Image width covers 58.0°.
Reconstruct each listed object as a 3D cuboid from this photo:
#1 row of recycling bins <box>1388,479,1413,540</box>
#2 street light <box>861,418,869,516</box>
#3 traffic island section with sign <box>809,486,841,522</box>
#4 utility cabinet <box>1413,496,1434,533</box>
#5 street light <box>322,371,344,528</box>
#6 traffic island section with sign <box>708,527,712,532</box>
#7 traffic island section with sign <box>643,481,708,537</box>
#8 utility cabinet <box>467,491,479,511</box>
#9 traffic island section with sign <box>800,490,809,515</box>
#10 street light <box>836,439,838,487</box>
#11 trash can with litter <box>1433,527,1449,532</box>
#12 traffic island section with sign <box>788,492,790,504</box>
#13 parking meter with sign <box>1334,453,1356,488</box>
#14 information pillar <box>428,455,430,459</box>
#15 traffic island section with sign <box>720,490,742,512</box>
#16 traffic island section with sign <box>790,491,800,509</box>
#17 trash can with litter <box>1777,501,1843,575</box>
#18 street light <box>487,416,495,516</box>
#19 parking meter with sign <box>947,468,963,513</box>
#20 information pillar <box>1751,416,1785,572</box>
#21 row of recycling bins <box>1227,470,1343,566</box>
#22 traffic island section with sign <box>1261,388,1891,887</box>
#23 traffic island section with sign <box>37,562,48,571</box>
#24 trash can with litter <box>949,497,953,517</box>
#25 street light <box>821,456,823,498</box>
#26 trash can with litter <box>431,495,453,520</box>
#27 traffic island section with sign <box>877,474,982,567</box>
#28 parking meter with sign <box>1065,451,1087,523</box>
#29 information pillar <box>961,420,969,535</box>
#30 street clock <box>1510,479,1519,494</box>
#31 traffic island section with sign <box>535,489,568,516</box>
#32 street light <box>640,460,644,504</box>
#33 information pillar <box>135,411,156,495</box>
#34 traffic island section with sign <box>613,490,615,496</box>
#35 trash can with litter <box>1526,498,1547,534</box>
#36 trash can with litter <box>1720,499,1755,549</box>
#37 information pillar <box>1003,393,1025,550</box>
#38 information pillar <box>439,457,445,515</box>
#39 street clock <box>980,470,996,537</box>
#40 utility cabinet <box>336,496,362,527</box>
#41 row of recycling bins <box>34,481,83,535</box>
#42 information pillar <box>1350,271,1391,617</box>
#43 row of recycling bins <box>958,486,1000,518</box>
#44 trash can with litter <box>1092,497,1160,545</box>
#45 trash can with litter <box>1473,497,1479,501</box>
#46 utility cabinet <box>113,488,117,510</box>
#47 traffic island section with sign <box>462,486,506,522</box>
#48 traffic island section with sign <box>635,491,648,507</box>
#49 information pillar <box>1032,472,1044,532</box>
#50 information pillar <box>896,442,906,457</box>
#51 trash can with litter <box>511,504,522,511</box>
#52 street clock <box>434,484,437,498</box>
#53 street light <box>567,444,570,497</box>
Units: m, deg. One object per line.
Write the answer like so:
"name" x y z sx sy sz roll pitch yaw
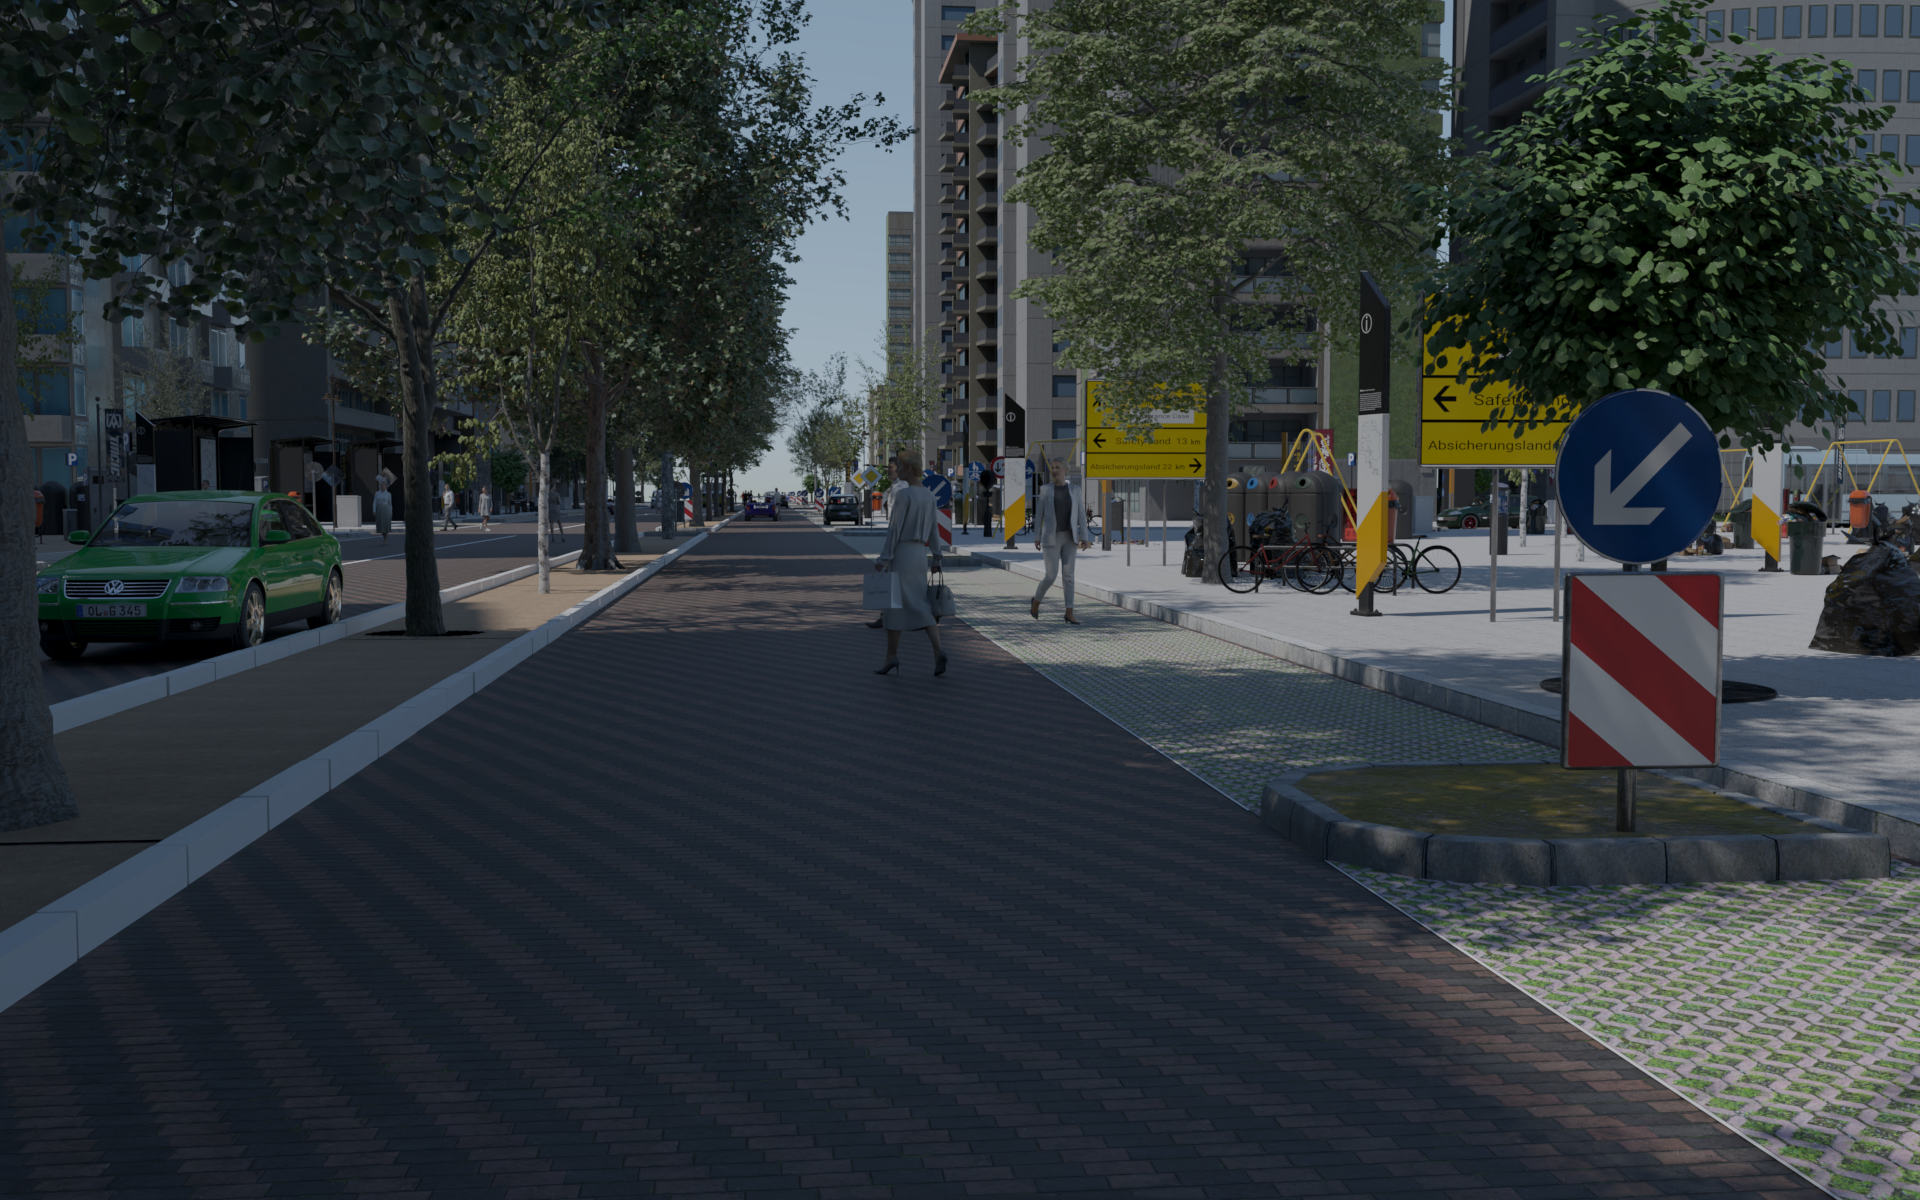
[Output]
"row of recycling bins" 12.659 -2.644 50.340 1.069 1.692 3.534 1 4 11
"street light" -5.722 -7.988 103.383 0.468 5.910 1.993 0 4 -6
"traffic island section with sign" -6.543 -4.889 88.558 1.989 1.847 2.006 0 4 -6
"utility cabinet" 15.099 -2.791 56.795 1.020 1.237 0.306 -3 5 -40
"street light" -23.604 -5.660 65.328 0.468 5.910 1.993 0 4 -6
"traffic island section with sign" -10.512 -3.557 66.298 2.006 1.907 1.989 0 4 -6
"traffic island section with sign" -9.716 -3.107 58.934 2.006 1.907 1.989 0 4 -6
"utility cabinet" -36.556 -7.465 130.723 1.173 1.500 0.318 -2 4 -31
"traffic island section with sign" -9.544 -6.566 115.982 1.989 1.847 2.006 0 4 -6
"street light" -10.074 -10.312 141.385 0.468 5.910 1.993 0 4 -6
"trash can with litter" 15.927 -2.937 59.079 2.233 1.210 1.678 -2 4 -29
"traffic island section with sign" -18.027 -11.313 193.587 1.989 1.847 2.006 0 4 -6
"parking meter with sign" 15.767 -4.693 72.985 1.738 3.016 0.543 -1 4 -17
"information pillar" -29.814 -6.473 97.193 0.183 3.616 0.504 -2 4 -26
"traffic island section with sign" -18.694 -8.126 140.992 2.006 1.907 1.989 0 4 -6
"traffic island section with sign" -14.992 -9.620 165.914 1.989 1.847 2.006 0 4 -6
"trash can with litter" 13.581 -0.992 27.605 1.055 1.170 0.624 -2 4 -34
"street light" -27.902 -7.985 103.335 0.468 5.910 1.993 0 4 -6
"parking meter with sign" -0.138 -7.404 117.309 0.543 3.016 1.738 2 4 35
"information pillar" 13.327 -2.273 28.518 0.183 3.616 0.504 -3 4 -38
"row of recycling bins" 5.804 -1.500 31.633 1.069 1.692 3.534 -1 4 -20
"traffic island section with sign" 2.357 0.084 7.250 1.989 1.847 2.006 0 4 -6
"traffic island section with sign" -17.994 -1.417 31.793 1.989 1.847 2.006 0 4 -6
"trash can with litter" -0.642 -4.501 84.985 0.624 1.170 1.055 0 4 0
"street light" -14.284 -12.664 179.847 0.468 5.910 1.993 0 4 -6
"trash can with litter" -26.726 -4.641 86.938 2.233 1.210 1.678 1 4 9
"traffic island section with sign" -0.661 -1.602 34.829 1.989 1.847 2.006 0 4 -6
"parking meter with sign" 4.546 -4.521 70.178 1.738 3.016 0.543 -3 5 -44
"information pillar" 0.183 -3.876 54.725 0.183 3.616 0.504 -1 4 -13
"street clock" 27.483 -4.976 85.930 0.471 2.002 0.358 -3 5 -43
"traffic island section with sign" -27.110 -6.505 114.992 1.989 1.847 2.006 0 4 -6
"street light" -41.095 -15.369 224.072 0.468 5.910 1.993 0 4 -6
"information pillar" -22.879 -3.505 48.669 0.504 3.616 0.183 0 4 -2
"traffic island section with sign" -32.434 -9.487 163.741 1.989 1.847 2.006 0 4 -6
"trash can with litter" 18.253 -2.681 55.225 0.624 1.170 1.055 -1 4 -12
"trash can with litter" 18.072 -1.768 40.291 1.055 1.170 0.624 -1 4 -13
"information pillar" 1.258 -2.979 40.053 0.504 3.616 0.183 0 4 6
"information pillar" -31.273 -6.919 104.484 0.504 3.616 0.183 3 5 41
"street clock" 0.830 -2.883 51.710 0.358 2.002 0.471 -3 5 -44
"utility cabinet" -23.688 -3.412 66.956 1.020 1.237 0.306 0 4 6
"row of recycling bins" -28.848 -2.896 54.463 3.534 1.692 1.069 0 4 7
"information pillar" 4.305 -1.634 18.070 0.183 3.616 0.504 -1 4 -18
"row of recycling bins" 0.982 -5.392 95.273 1.069 1.692 3.534 -3 4 -37
"trash can with litter" 4.153 -2.023 44.129 1.678 1.210 2.233 -2 4 -34
"trash can with litter" 22.066 -3.764 72.930 1.055 1.170 0.624 -1 4 -21
"utility cabinet" -31.799 -3.435 64.848 0.318 1.500 1.173 -2 4 -30
"traffic island section with sign" -24.164 -4.859 88.065 1.989 1.847 2.006 0 4 -6
"traffic island section with sign" -35.417 -11.152 190.956 1.989 1.847 2.006 0 4 -6
"information pillar" 2.606 -3.274 58.017 0.304 2.012 0.304 -2 4 -30
"information pillar" -2.621 -5.289 77.824 0.504 3.616 0.183 2 4 26
"trash can with litter" -32.755 -7.182 128.491 2.233 1.210 1.678 1 4 19
"street clock" -38.065 -7.393 125.442 0.358 2.002 0.471 -2 4 -23
"street light" -32.099 -10.338 141.815 0.468 5.910 1.993 0 4 -6
